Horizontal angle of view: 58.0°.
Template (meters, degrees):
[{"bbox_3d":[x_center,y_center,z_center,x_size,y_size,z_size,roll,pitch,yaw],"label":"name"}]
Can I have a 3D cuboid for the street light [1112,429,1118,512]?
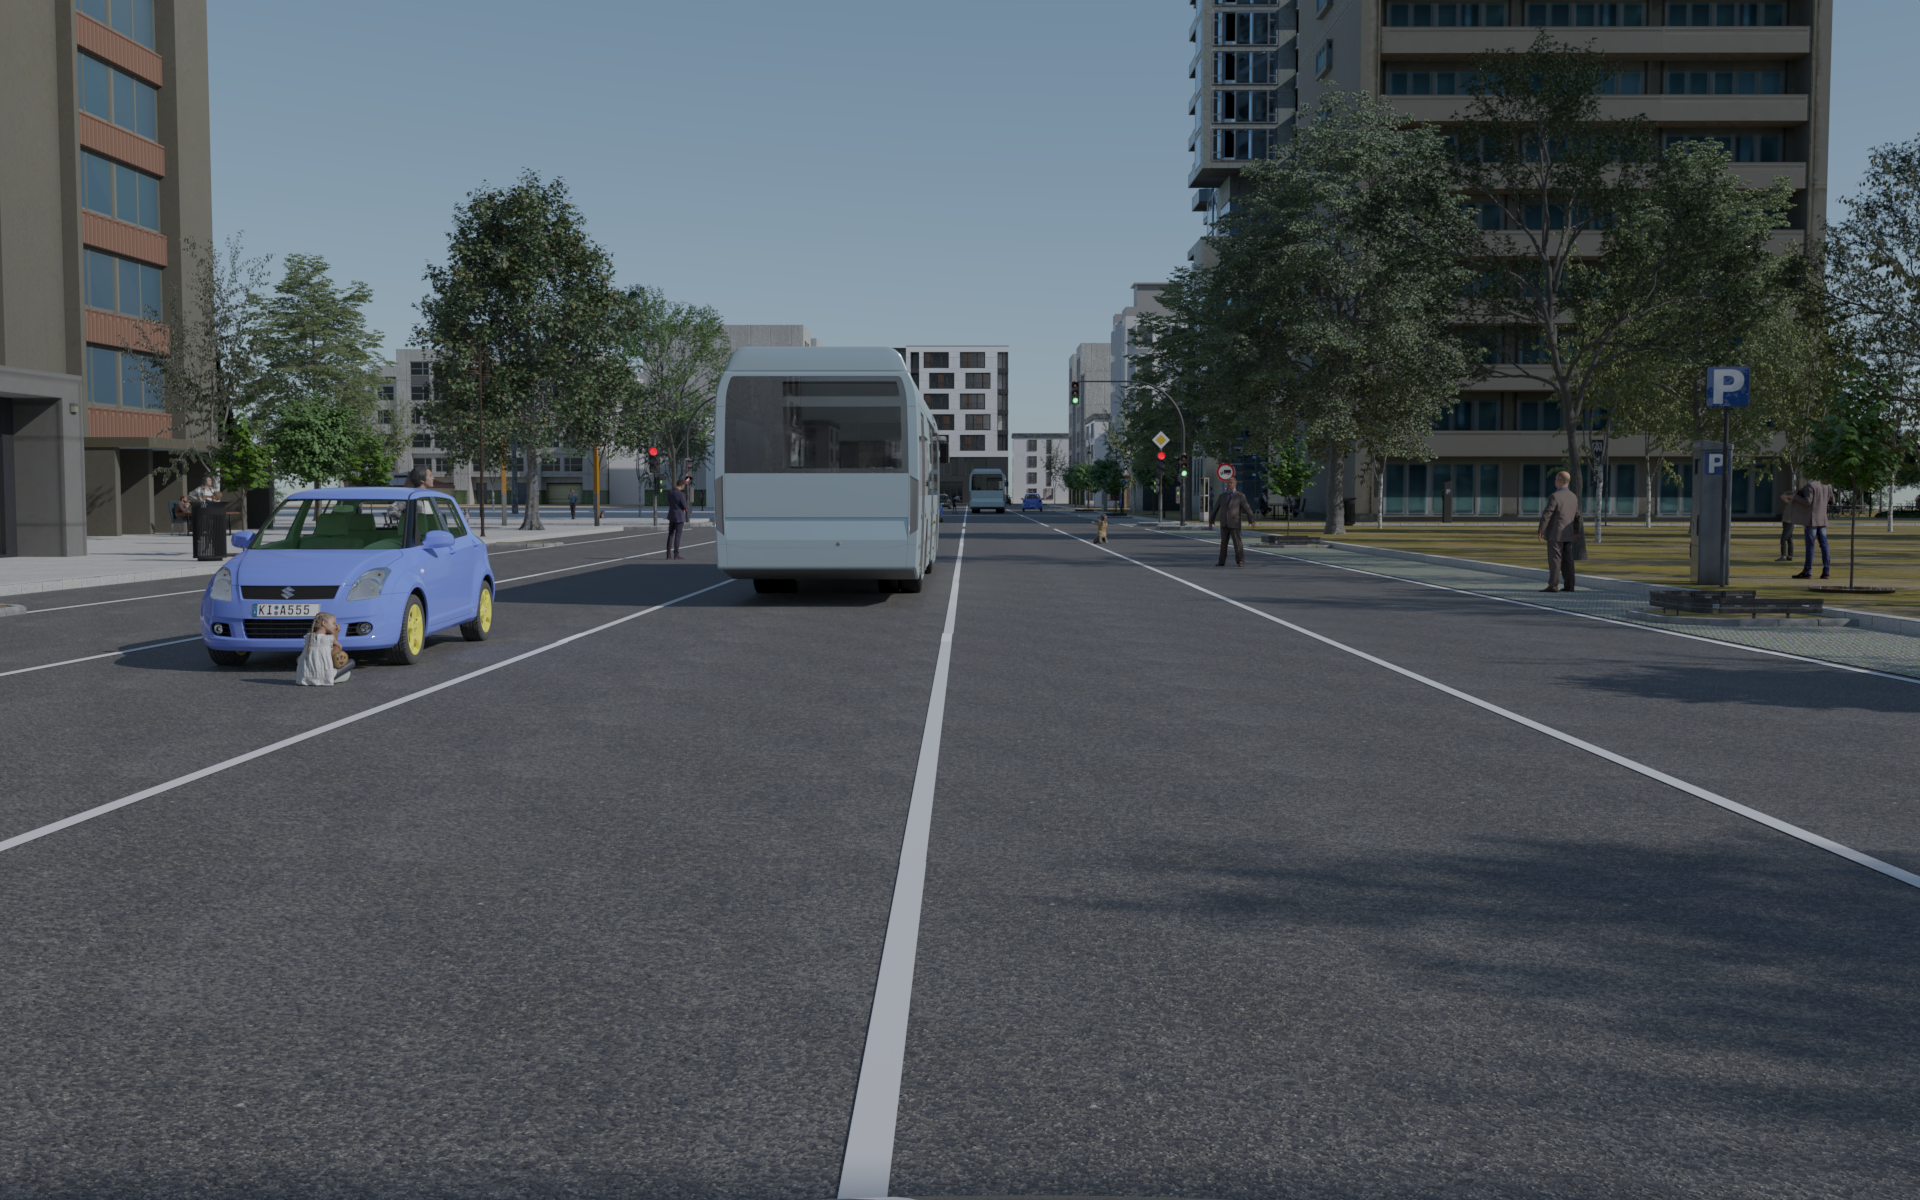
[{"bbox_3d":[11.120,-9.205,123.282,0.468,5.910,1.993,0,4,0],"label":"street light"}]

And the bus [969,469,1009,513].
[{"bbox_3d":[2.200,-8.409,132.340,2.948,3.499,13.247,0,4,2],"label":"bus"}]

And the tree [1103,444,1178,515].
[{"bbox_3d":[12.107,-7.585,107.729,4.285,4.588,4.351,0,3,0],"label":"tree"}]

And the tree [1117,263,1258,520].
[{"bbox_3d":[11.741,-10.241,85.560,7.486,12.596,7.792,0,3,0],"label":"tree"}]

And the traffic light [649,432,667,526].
[{"bbox_3d":[-12.222,-4.926,69.468,0.839,4.253,0.868,0,4,0],"label":"traffic light"}]

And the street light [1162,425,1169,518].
[{"bbox_3d":[11.090,-7.405,93.853,0.468,5.910,1.993,0,4,0],"label":"street light"}]

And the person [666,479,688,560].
[{"bbox_3d":[-6.169,-1.774,37.949,0.683,1.767,0.568,2,4,32],"label":"person"}]

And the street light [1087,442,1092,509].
[{"bbox_3d":[11.343,-10.970,152.144,0.468,5.910,1.993,0,4,0],"label":"street light"}]

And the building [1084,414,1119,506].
[{"bbox_3d":[18.435,-14.582,180.570,9.099,9.664,28.070,0,4,0],"label":"building"}]

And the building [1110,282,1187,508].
[{"bbox_3d":[22.142,-18.596,160.466,16.016,20.091,11.380,0,4,0],"label":"building"}]

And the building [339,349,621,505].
[{"bbox_3d":[-60.150,-21.596,219.549,31.486,18.905,16.747,0,4,0],"label":"building"}]

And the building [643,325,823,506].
[{"bbox_3d":[-24.634,-20.204,196.795,16.747,18.905,31.486,0,4,0],"label":"building"}]

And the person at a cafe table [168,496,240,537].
[{"bbox_3d":[-23.249,-2.568,52.855,1.726,1.238,1.698,1,4,11],"label":"person at a cafe table"}]

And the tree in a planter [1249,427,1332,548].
[{"bbox_3d":[8.823,-3.010,46.441,1.991,3.239,1.994,0,4,0],"label":"tree in a planter"}]

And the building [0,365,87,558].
[{"bbox_3d":[-28.406,-36.158,29.441,20.563,71.187,20.611,0,4,0],"label":"building"}]

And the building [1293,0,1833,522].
[{"bbox_3d":[28.505,-28.391,87.897,21.600,48.544,21.300,0,4,0],"label":"building"}]

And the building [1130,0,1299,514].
[{"bbox_3d":[25.031,-49.627,124.066,22.319,86.520,31.000,0,4,0],"label":"building"}]

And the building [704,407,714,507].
[{"bbox_3d":[-20.173,-13.773,167.331,9.099,9.664,28.070,0,4,0],"label":"building"}]

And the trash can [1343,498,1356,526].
[{"bbox_3d":[15.664,-3.568,69.996,0.748,1.137,0.748,0,3,0],"label":"trash can"}]

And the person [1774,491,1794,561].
[{"bbox_3d":[15.816,-1.420,33.177,0.340,1.345,0.435,2,4,27],"label":"person"}]

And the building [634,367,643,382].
[{"bbox_3d":[-43.493,-23.829,246.019,11.380,20.091,16.016,0,4,0],"label":"building"}]

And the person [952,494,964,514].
[{"bbox_3d":[-0.205,-6.870,124.017,0.628,1.438,0.799,3,4,38],"label":"person"}]

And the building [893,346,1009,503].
[{"bbox_3d":[-9.533,-24.965,252.144,32.646,21.610,27.936,0,4,0],"label":"building"}]

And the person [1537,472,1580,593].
[{"bbox_3d":[8.679,-0.986,25.178,0.990,1.755,0.434,-2,4,-34],"label":"person"}]

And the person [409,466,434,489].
[{"bbox_3d":[-5.876,-0.583,18.753,0.376,1.734,0.841,1,4,12],"label":"person"}]

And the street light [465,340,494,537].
[{"bbox_3d":[-14.381,-4.846,52.015,0.468,5.910,1.993,0,4,0],"label":"street light"}]

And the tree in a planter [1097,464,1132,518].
[{"bbox_3d":[9.107,-6.423,102.243,1.991,3.239,1.994,0,4,0],"label":"tree in a planter"}]

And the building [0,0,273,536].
[{"bbox_3d":[-38.897,-24.473,54.765,28.867,44.769,22.147,0,4,0],"label":"building"}]

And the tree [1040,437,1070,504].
[{"bbox_3d":[12.042,-16.451,219.333,4.360,8.622,3.978,0,3,0],"label":"tree"}]

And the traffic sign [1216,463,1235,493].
[{"bbox_3d":[10.794,-4.302,70.442,0.768,2.556,0.104,0,4,5],"label":"traffic sign"}]

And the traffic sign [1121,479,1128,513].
[{"bbox_3d":[11.218,-7.130,118.704,0.606,2.300,0.079,1,4,10],"label":"traffic sign"}]

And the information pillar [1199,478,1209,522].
[{"bbox_3d":[11.100,-4.541,78.734,0.304,2.012,0.304,-3,4,-37],"label":"information pillar"}]

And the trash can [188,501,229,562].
[{"bbox_3d":[-14.355,-1.313,33.124,0.748,1.137,0.748,0,3,0],"label":"trash can"}]

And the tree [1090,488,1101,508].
[{"bbox_3d":[12.589,-10.156,160.648,1.663,3.219,1.824,0,3,0],"label":"tree"}]

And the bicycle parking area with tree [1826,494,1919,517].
[{"bbox_3d":[50.495,-6.881,99.498,9.016,4.147,8.231,0,4,6],"label":"bicycle parking area with tree"}]

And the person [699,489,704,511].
[{"bbox_3d":[-19.533,-7.538,130.755,0.415,1.643,0.593,-2,4,-28],"label":"person"}]

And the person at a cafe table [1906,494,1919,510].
[{"bbox_3d":[57.587,-5.817,103.615,1.698,1.524,1.622,1,4,15],"label":"person at a cafe table"}]

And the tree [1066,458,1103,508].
[{"bbox_3d":[11.467,-9.314,136.000,4.285,4.588,4.351,0,3,0],"label":"tree"}]

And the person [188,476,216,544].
[{"bbox_3d":[-19.406,-2.312,44.568,0.376,1.734,0.841,3,5,40],"label":"person"}]

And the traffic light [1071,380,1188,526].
[{"bbox_3d":[6.807,-5.785,69.245,4.771,5.953,1.251,0,4,0],"label":"traffic light"}]

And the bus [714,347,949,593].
[{"bbox_3d":[-1.735,-2.042,28.240,2.948,3.499,13.247,0,4,1],"label":"bus"}]

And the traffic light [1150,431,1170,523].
[{"bbox_3d":[8.940,-5.409,77.360,0.839,4.253,0.868,0,4,0],"label":"traffic light"}]

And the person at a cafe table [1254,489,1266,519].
[{"bbox_3d":[16.168,-5.010,90.422,1.622,1.524,1.698,-2,4,-24],"label":"person at a cafe table"}]

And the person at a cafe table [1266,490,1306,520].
[{"bbox_3d":[16.477,-4.783,86.718,1.622,1.524,1.698,2,4,24],"label":"person at a cafe table"}]

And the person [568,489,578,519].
[{"bbox_3d":[-19.522,-4.840,87.389,0.499,1.552,0.429,2,4,29],"label":"person"}]

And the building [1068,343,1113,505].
[{"bbox_3d":[22.519,-21.080,211.108,16.747,18.905,31.486,0,4,0],"label":"building"}]

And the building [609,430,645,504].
[{"bbox_3d":[-30.356,-17.163,222.764,28.070,9.664,9.099,0,4,0],"label":"building"}]

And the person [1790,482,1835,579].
[{"bbox_3d":[12.875,-1.181,26.181,0.655,1.722,0.431,-1,4,-17],"label":"person"}]

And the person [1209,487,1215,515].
[{"bbox_3d":[15.396,-6.067,105.962,0.376,1.734,0.841,1,4,10],"label":"person"}]

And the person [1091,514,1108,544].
[{"bbox_3d":[4.031,-2.050,49.949,0.347,0.859,0.695,-1,4,-22],"label":"person"}]

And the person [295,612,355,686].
[{"bbox_3d":[-4.796,0.362,13.056,0.381,0.543,0.357,0,4,6],"label":"person"}]

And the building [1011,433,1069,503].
[{"bbox_3d":[21.237,-18.387,242.777,28.070,9.664,9.099,0,4,0],"label":"building"}]

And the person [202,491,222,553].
[{"bbox_3d":[-16.308,-1.701,37.761,0.435,1.345,0.340,-1,4,-21],"label":"person"}]

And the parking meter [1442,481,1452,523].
[{"bbox_3d":[21.703,-4.373,77.205,0.399,1.863,0.255,0,4,-2],"label":"parking meter"}]

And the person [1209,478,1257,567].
[{"bbox_3d":[5.365,-1.540,34.228,0.990,1.755,0.434,2,4,32],"label":"person"}]

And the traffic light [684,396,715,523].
[{"bbox_3d":[-10.089,-6.288,77.477,4.771,5.953,1.251,0,4,0],"label":"traffic light"}]
